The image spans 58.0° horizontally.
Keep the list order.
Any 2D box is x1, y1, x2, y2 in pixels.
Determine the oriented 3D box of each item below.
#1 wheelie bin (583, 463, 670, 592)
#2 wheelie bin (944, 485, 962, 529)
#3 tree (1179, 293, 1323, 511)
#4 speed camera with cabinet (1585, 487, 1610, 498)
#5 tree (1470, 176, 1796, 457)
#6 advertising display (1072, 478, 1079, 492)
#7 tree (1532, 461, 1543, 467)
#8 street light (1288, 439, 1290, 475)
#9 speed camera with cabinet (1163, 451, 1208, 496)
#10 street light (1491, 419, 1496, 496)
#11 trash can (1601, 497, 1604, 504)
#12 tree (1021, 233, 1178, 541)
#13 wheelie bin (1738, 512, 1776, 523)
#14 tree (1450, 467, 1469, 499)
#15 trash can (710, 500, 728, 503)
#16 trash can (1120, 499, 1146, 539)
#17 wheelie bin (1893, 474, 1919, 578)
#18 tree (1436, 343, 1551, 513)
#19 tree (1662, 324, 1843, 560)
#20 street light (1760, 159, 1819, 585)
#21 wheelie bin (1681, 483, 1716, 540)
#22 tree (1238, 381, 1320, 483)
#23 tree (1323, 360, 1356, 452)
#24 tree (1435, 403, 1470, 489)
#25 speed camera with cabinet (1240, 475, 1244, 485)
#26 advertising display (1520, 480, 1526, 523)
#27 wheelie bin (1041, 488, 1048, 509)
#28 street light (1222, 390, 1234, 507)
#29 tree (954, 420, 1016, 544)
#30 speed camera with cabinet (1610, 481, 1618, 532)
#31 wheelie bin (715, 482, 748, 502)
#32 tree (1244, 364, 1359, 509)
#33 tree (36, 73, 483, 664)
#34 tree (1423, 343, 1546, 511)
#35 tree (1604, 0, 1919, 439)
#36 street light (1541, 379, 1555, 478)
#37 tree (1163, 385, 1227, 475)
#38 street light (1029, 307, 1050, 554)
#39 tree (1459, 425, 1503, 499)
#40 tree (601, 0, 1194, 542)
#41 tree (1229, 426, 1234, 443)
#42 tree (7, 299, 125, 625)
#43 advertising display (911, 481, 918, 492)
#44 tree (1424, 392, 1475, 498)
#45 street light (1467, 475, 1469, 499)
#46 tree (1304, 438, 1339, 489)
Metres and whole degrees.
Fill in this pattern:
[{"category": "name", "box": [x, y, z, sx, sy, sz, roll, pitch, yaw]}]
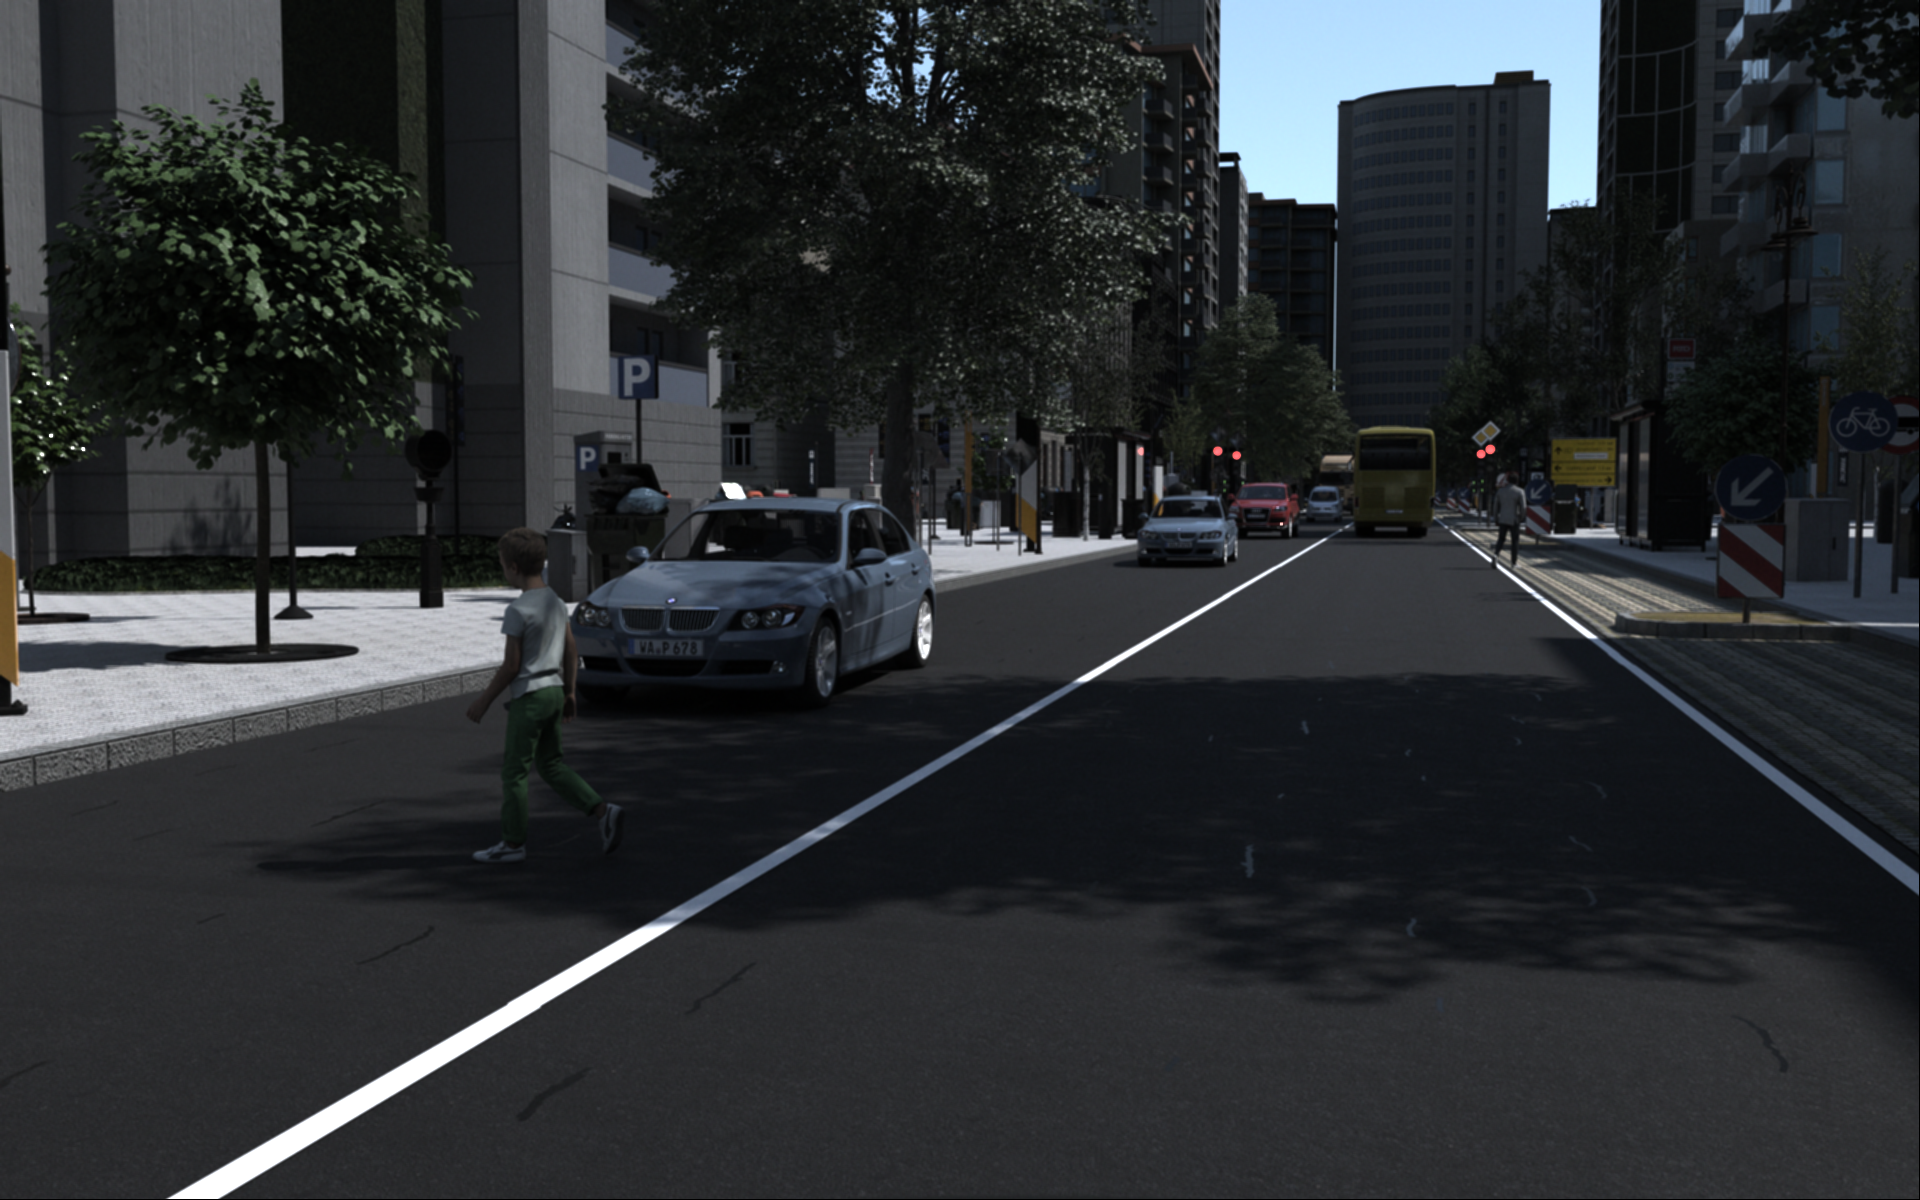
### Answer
[{"category": "wheelie bin", "box": [-3.426, -0.609, 17.871, 0.980, 1.594, 0.693, 1, 4, 22]}, {"category": "wheelie bin", "box": [-0.144, -3.373, 63.061, 0.693, 1.594, 0.980, -3, 5, -40]}, {"category": "tree", "box": [16.199, -11.024, 98.369, 7.486, 12.596, 7.792, 0, 3, 0]}, {"category": "speed camera with cabinet", "box": [36.456, -6.483, 100.338, 2.038, 3.252, 0.660, 0, 4, -3]}, {"category": "tree", "box": [19.542, -7.075, 50.090, 8.767, 10.594, 7.601, 1, 4, 18]}, {"category": "advertising display", "box": [4.897, -3.992, 70.484, 0.123, 1.923, 0.974, 3, 5, 40]}, {"category": "tree", "box": [47.593, -9.548, 139.820, 4.285, 4.588, 4.351, 0, 3, 0]}, {"category": "street light", "box": [22.468, -8.895, 118.218, 0.468, 5.910, 1.993, 1, 4, 14]}, {"category": "speed camera with cabinet", "box": [10.472, -5.280, 80.662, 2.038, 3.252, 0.660, 0, 4, -7]}, {"category": "street light", "box": [32.339, -8.099, 105.200, 0.468, 5.910, 1.993, 1, 4, 14]}, {"category": "trash can", "box": [34.131, -4.964, 92.813, 0.748, 1.137, 0.748, 0, 3, 0]}, {"category": "tree", "box": [3.694, -5.919, 47.143, 4.360, 8.622, 3.978, 0, 3, 0]}, {"category": "wheelie bin", "box": [17.072, -1.789, 37.161, 0.980, 1.594, 0.693, -3, 5, -42]}, {"category": "tree", "box": [58.591, -15.493, 203.677, 4.360, 8.622, 3.978, 0, 3, 0]}, {"category": "trash can", "box": [-5.848, -1.927, 43.153, 0.748, 1.137, 0.748, 0, 3, 0]}, {"category": "trash can", "box": [4.914, -2.299, 49.244, 0.748, 1.137, 0.748, 0, 3, 0]}, {"category": "wheelie bin", "box": [14.782, -1.142, 26.586, 0.693, 1.594, 0.980, 0, 4, 7]}, {"category": "tree", "box": [35.642, -11.618, 115.705, 9.928, 11.665, 9.643, 0, 3, 0]}, {"category": "tree", "box": [15.391, -3.052, 33.608, 4.285, 4.588, 4.351, 0, 3, 0]}, {"category": "street light", "box": [11.597, -3.154, 24.361, 0.468, 5.910, 1.993, 1, 4, 14]}, {"category": "wheelie bin", "box": [20.457, -2.446, 47.895, 0.980, 1.594, 0.693, -2, 4, -31]}, {"category": "tree", "box": [20.075, -9.713, 109.163, 4.737, 8.622, 4.395, 0, 3, 0]}, {"category": "tree", "box": [25.850, -12.992, 130.546, 7.486, 12.596, 7.792, 0, 3, 0]}, {"category": "tree", "box": [28.810, -9.369, 87.599, 7.601, 10.594, 8.767, -2, 4, -31]}, {"category": "speed camera with cabinet", "box": [18.724, -7.327, 114.125, 2.038, 3.252, 0.660, -3, 5, -43]}, {"category": "advertising display", "box": [25.043, -4.394, 77.056, 0.123, 1.923, 0.974, 1, 4, 23]}, {"category": "wheelie bin", "box": [3.912, -4.714, 84.988, 0.693, 1.594, 0.980, -2, 4, -23]}, {"category": "street light", "box": [11.916, -6.380, 77.096, 0.468, 5.910, 1.993, 1, 4, 14]}, {"category": "tree", "box": [0.885, -3.063, 44.676, 1.663, 3.219, 1.824, 0, 3, 0]}, {"category": "speed camera with cabinet", "box": [22.396, -3.847, 57.234, 0.660, 3.252, 2.038, 0, 4, -6]}, {"category": "wheelie bin", "box": [-6.239, -2.397, 47.102, 0.980, 1.594, 0.693, -3, 5, -42]}, {"category": "tree", "box": [29.174, -14.147, 148.310, 9.611, 12.733, 9.660, 0, 3, 0]}, {"category": "tree", "box": [-5.509, -1.827, 13.587, 4.285, 4.588, 4.351, 0, 3, 0]}, {"category": "tree", "box": [40.002, -13.143, 131.891, 9.611, 12.733, 9.660, 0, 3, 0]}, {"category": "tree", "box": [9.025, -6.309, 9.800, 9.857, 13.997, 8.962, 0, 3, 0]}, {"category": "street light", "box": [22.098, -5.650, 65.167, 0.468, 5.910, 1.993, 1, 4, 14]}, {"category": "tree", "box": [14.852, -10.051, 114.697, 4.737, 8.622, 4.395, 0, 3, 0]}, {"category": "street light", "box": [1.682, -3.918, 36.849, 0.468, 5.910, 1.993, 1, 4, 14]}, {"category": "tree", "box": [51.817, -13.821, 176.336, 4.737, 8.622, 4.395, 0, 3, 0]}, {"category": "tree", "box": [-0.974, -7.410, 27.812, 9.857, 13.997, 8.962, 0, 3, 0]}, {"category": "tree", "box": [18.962, -11.257, 134.415, 4.737, 8.622, 4.395, 0, 3, 0]}, {"category": "tree", "box": [-9.488, -1.392, 17.357, 1.663, 3.219, 1.824, 0, 3, 0]}, {"category": "advertising display", "box": [-2.437, -4.838, 84.309, 0.974, 1.923, 0.123, -1, 4, -21]}, {"category": "tree", "box": [54.830, -16.757, 192.107, 7.486, 12.596, 7.792, 0, 3, 0]}, {"category": "street light", "box": [42.730, -10.572, 145.644, 0.468, 5.910, 1.993, 1, 4, 14]}, {"category": "tree", "box": [38.570, -14.263, 183.564, 4.360, 8.622, 3.978, 0, 3, 0]}]
